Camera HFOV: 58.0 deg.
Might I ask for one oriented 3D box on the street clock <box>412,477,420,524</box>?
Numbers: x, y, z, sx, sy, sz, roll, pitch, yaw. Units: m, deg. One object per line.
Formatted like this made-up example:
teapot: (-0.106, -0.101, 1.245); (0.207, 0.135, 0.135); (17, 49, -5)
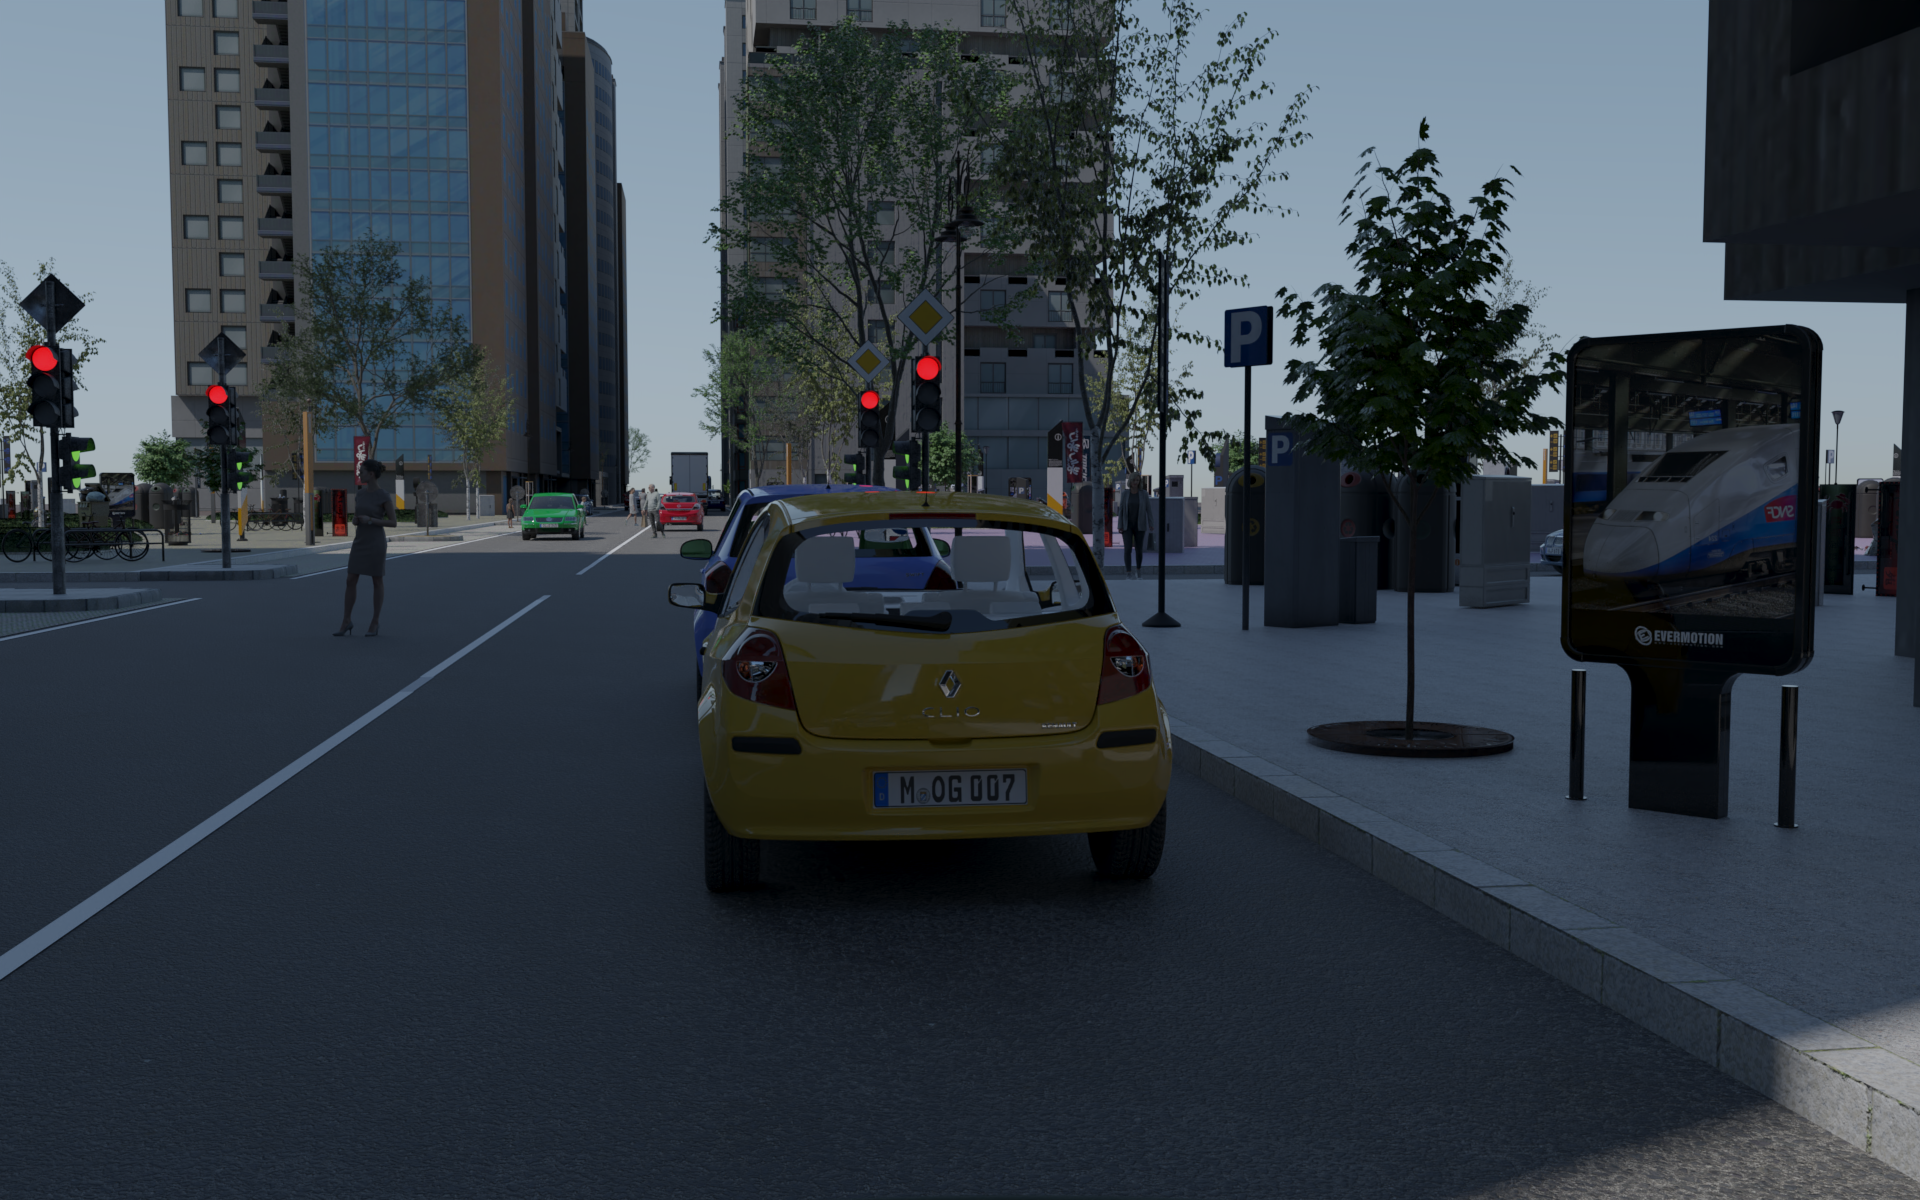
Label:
street clock: (-23.304, -4.266, 74.312); (0.358, 2.002, 0.471); (-1, 4, -9)

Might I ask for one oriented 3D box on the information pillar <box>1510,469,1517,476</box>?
information pillar: (34.231, -7.086, 107.215); (0.504, 3.616, 0.183); (3, 4, 38)

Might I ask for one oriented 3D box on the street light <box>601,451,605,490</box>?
street light: (-38.743, -13.152, 187.819); (0.468, 5.910, 1.993); (-1, 4, -9)

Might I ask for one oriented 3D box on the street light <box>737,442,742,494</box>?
street light: (-18.829, -10.711, 147.910); (0.468, 5.910, 1.993); (-1, 4, -9)

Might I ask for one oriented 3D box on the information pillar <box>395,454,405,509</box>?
information pillar: (-32.481, -6.676, 100.512); (0.504, 3.616, 0.183); (0, 4, 6)

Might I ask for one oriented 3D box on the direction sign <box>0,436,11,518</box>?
direction sign: (-37.176, -4.604, 67.264); (0.876, 3.537, 0.379); (1, 4, 20)

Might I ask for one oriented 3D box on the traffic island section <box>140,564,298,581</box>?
traffic island section: (-12.766, -0.479, 30.111); (2.009, 0.180, 2.903); (-1, 4, -9)

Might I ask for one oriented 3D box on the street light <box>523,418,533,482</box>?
street light: (-26.434, -8.150, 106.045); (0.468, 5.910, 1.993); (-1, 4, -9)

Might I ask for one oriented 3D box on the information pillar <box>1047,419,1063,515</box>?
information pillar: (2.998, -3.853, 54.352); (0.504, 3.616, 0.183); (0, 4, -5)

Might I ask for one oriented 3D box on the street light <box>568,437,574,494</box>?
street light: (-31.470, -10.230, 140.052); (0.468, 5.910, 1.993); (-1, 4, -9)

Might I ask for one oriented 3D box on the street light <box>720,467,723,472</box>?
street light: (-31.335, -15.739, 230.112); (0.468, 5.910, 1.993); (-1, 4, -9)

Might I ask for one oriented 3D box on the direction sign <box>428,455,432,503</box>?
direction sign: (-30.463, -6.579, 99.570); (0.379, 3.537, 0.876); (-2, 4, -29)

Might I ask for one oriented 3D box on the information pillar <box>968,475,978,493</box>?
information pillar: (0.500, -3.848, 67.405); (0.304, 2.012, 0.304); (-1, 4, -22)

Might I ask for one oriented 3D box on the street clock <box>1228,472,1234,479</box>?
street clock: (9.029, -3.243, 57.594); (0.358, 2.002, 0.471); (0, 4, 2)

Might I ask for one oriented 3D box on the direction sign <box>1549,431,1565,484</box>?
direction sign: (21.307, -4.251, 61.499); (0.379, 3.537, 0.876); (-3, 5, -41)

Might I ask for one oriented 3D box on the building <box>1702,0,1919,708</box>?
building: (11.459, -14.417, 7.426); (14.160, 30.474, 14.107); (-1, 4, -9)

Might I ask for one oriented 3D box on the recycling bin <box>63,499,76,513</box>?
recycling bin: (-49.726, -5.126, 96.360); (0.722, 1.027, 0.722); (3, 4, 36)

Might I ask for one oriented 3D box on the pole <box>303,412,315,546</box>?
pole: (-16.188, -3.010, 43.061); (0.158, 3.312, 0.155); (0, 3, 0)

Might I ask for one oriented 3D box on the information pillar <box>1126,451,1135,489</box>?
information pillar: (9.345, -6.335, 94.935); (0.504, 3.616, 0.183); (1, 4, 8)

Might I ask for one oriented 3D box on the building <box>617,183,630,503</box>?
building: (-53.624, -36.165, 241.401); (14.600, 45.320, 14.200); (-1, 4, -9)

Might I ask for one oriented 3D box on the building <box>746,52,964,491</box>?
building: (-7.497, -21.178, 117.969); (14.160, 30.474, 14.107); (-1, 4, -9)

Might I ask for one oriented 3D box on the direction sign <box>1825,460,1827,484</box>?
direction sign: (52.741, -6.946, 105.557); (0.379, 3.537, 0.876); (2, 4, 28)

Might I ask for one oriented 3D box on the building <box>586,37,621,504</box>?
building: (-54.548, -41.415, 219.141); (21.231, 58.520, 28.212); (-1, 4, -9)

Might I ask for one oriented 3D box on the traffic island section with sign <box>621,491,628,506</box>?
traffic island section with sign: (-40.039, -12.302, 209.766); (1.989, 1.847, 2.006); (-1, 4, -9)

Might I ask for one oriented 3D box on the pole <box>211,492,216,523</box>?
pole: (-32.665, -5.006, 75.698); (0.158, 3.312, 0.155); (0, 3, 0)

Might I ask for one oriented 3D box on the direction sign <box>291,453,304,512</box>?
direction sign: (-36.418, -6.322, 95.355); (0.379, 3.537, 0.876); (2, 4, 26)

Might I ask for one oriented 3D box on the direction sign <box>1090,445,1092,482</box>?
direction sign: (5.652, -5.080, 75.063); (0.379, 3.537, 0.876); (3, 5, 43)

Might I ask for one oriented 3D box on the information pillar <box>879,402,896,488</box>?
information pillar: (-1.767, -3.074, 41.610); (0.504, 3.616, 0.183); (0, 4, -7)

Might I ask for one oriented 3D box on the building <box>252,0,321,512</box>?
building: (-35.241, -28.080, 109.215); (14.600, 45.320, 14.200); (-1, 4, -9)

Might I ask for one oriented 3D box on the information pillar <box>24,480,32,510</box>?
information pillar: (-49.531, -5.357, 92.075); (0.304, 2.012, 0.304); (-2, 4, -30)

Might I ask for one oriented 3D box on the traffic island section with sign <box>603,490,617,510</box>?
traffic island section with sign: (-31.684, -8.936, 154.726); (1.989, 1.847, 2.006); (-1, 4, -9)

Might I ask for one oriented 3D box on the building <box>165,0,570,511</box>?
building: (-47.103, -33.843, 142.576); (28.713, 52.752, 27.495); (-1, 4, -9)

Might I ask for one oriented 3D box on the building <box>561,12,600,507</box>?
building: (-42.045, -31.489, 164.947); (14.600, 45.320, 14.200); (-1, 4, -9)

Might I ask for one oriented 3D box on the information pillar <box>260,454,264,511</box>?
information pillar: (-40.778, -6.717, 101.178); (0.183, 3.616, 0.504); (-2, 4, -28)

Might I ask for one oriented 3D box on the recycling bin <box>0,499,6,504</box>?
recycling bin: (-54.462, -5.259, 98.545); (0.722, 1.027, 0.722); (2, 4, 24)

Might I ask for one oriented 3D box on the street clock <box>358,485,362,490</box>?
street clock: (-35.515, -5.991, 102.520); (0.358, 2.002, 0.471); (-1, 4, -20)

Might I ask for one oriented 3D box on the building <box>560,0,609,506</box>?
building: (-50.528, -46.254, 194.507); (20.563, 71.187, 20.611); (-1, 4, -9)

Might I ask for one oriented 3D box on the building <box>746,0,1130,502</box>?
building: (-3.207, -33.621, 138.936); (28.713, 52.752, 27.495); (-1, 4, -9)

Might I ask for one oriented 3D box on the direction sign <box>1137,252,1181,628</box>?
direction sign: (1.953, -1.510, 16.690); (0.379, 3.537, 0.876); (1, 4, 12)

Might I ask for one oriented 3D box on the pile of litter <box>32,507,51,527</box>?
pile of litter: (-30.484, -2.689, 57.935); (1.176, 0.858, 1.719); (-1, 4, -8)

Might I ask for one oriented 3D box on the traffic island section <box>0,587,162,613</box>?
traffic island section: (-11.568, 0.004, 22.216); (2.009, 0.180, 2.903); (-1, 4, -9)

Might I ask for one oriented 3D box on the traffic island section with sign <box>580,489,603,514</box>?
traffic island section with sign: (-27.525, -7.256, 127.260); (1.989, 1.847, 2.006); (-1, 4, -9)

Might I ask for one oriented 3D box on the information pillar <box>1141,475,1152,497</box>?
information pillar: (7.114, -3.766, 66.064); (0.304, 2.012, 0.304); (2, 4, 35)

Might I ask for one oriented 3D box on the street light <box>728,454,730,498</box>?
street light: (-26.214, -13.691, 196.642); (0.468, 5.910, 1.993); (-1, 4, -9)

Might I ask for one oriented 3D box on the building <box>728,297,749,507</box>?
building: (-8.334, -19.790, 168.610); (27.650, 21.520, 28.899); (-1, 4, -9)

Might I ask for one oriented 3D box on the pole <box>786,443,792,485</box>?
pole: (-6.889, -4.646, 69.812); (0.158, 3.312, 0.155); (0, 3, 0)

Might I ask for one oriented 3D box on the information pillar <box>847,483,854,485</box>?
information pillar: (-5.286, -4.849, 83.778); (0.304, 2.012, 0.304); (0, 4, 7)

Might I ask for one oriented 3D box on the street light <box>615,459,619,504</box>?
street light: (-43.875, -15.199, 221.288); (0.468, 5.910, 1.993); (-1, 4, -9)

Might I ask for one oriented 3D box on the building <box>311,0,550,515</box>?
building: (-36.618, -28.944, 123.342); (14.600, 45.320, 14.200); (-1, 4, -9)

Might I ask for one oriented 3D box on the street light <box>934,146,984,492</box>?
street light: (-0.022, -3.100, 23.475); (0.468, 5.910, 1.993); (-1, 4, -9)

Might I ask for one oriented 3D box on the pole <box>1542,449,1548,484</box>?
pole: (26.197, -5.121, 77.579); (0.158, 3.312, 0.155); (0, 3, 0)

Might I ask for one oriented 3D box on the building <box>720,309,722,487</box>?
building: (-28.569, -29.738, 257.910); (14.160, 30.474, 14.107); (-1, 4, -9)

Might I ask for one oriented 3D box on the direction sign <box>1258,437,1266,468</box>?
direction sign: (12.362, -4.733, 69.381); (0.876, 3.537, 0.379); (-1, 4, -14)

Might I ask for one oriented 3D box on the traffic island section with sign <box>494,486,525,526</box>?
traffic island section with sign: (-20.256, -4.329, 79.408); (1.989, 1.847, 2.006); (-1, 4, -9)

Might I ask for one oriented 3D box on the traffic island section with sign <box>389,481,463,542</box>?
traffic island section with sign: (-16.211, -2.695, 52.695); (1.989, 1.847, 2.006); (-1, 4, -9)

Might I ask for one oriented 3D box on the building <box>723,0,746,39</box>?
building: (-17.588, -40.760, 208.416); (21.231, 58.520, 28.212); (-1, 4, -9)

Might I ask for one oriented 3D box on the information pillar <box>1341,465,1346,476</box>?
information pillar: (7.726, -2.637, 34.462); (0.504, 3.616, 0.183); (0, 4, -3)
